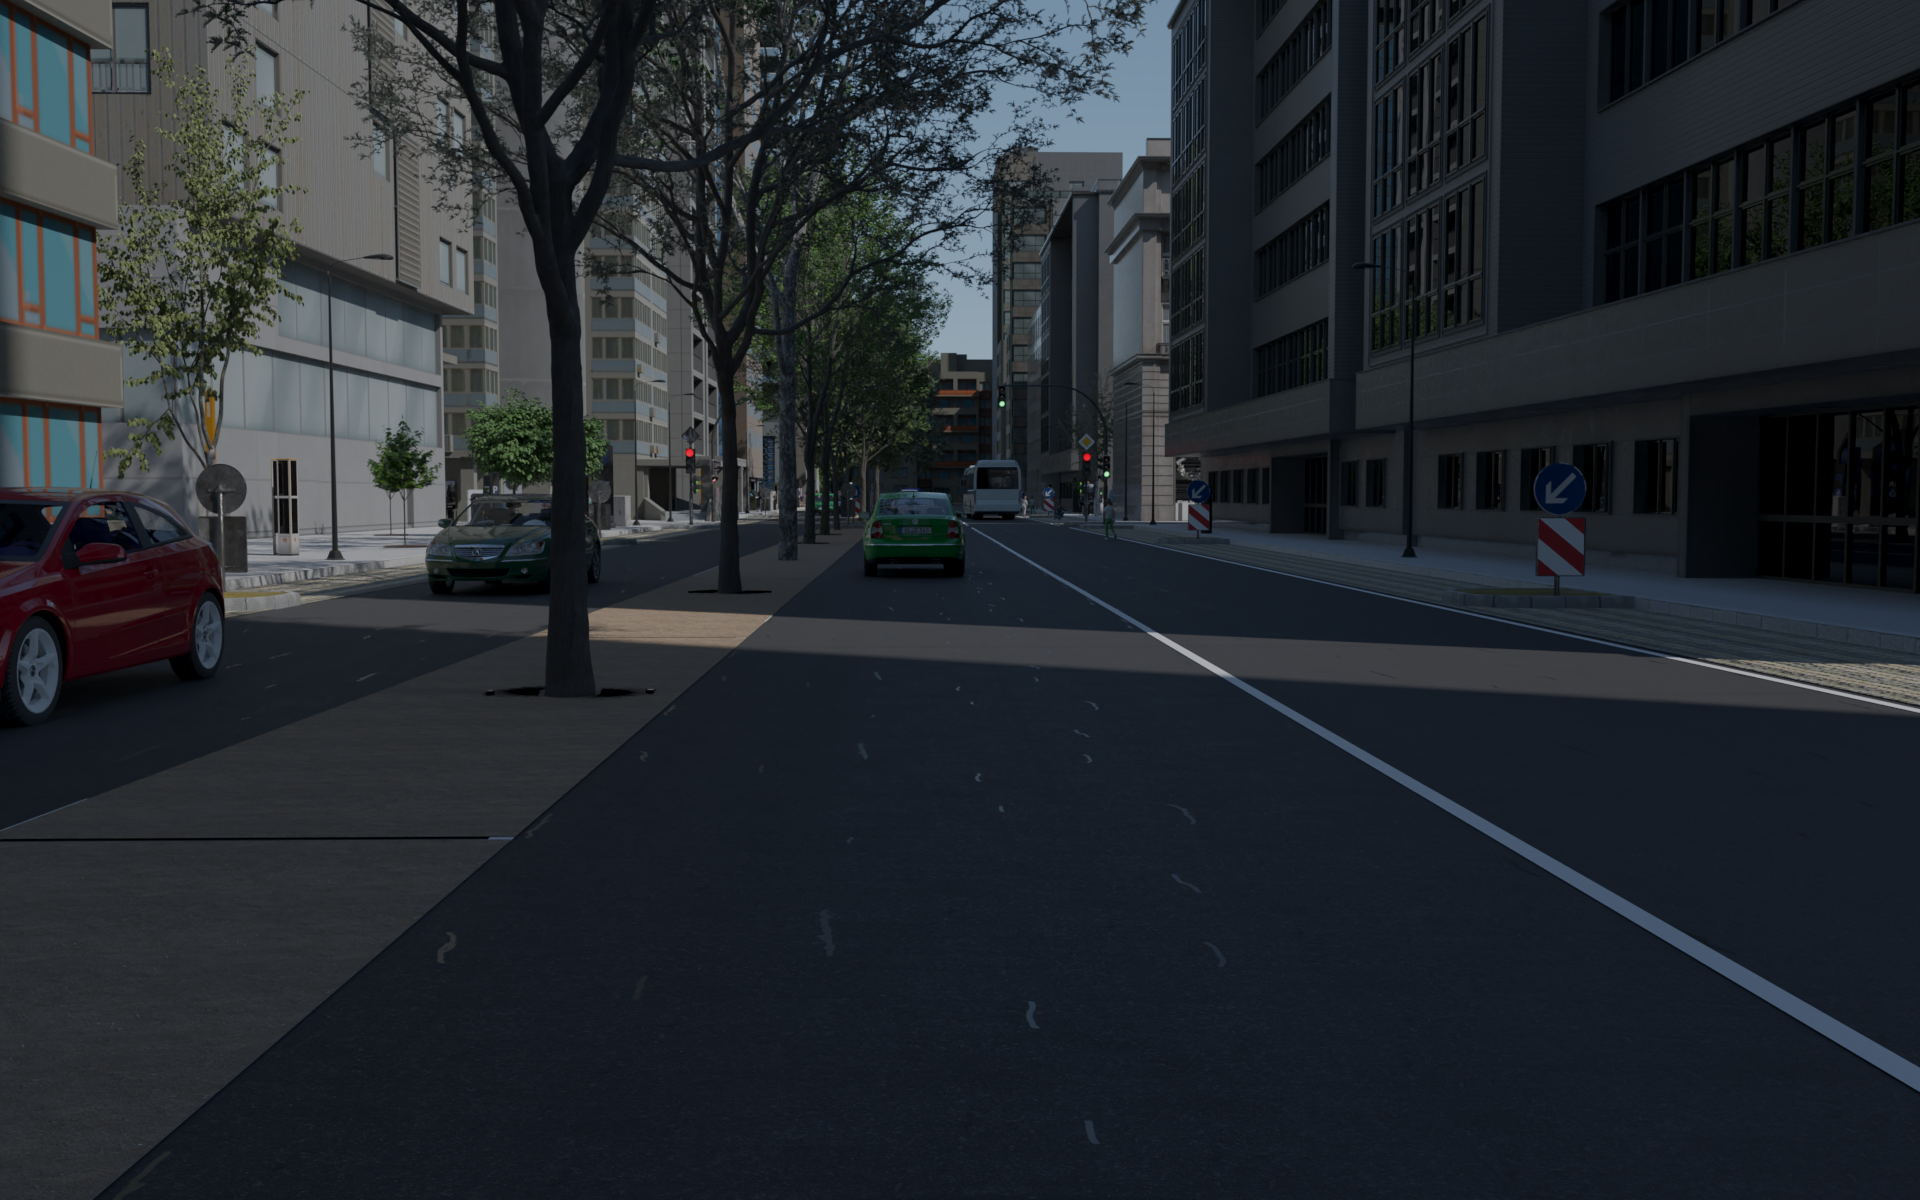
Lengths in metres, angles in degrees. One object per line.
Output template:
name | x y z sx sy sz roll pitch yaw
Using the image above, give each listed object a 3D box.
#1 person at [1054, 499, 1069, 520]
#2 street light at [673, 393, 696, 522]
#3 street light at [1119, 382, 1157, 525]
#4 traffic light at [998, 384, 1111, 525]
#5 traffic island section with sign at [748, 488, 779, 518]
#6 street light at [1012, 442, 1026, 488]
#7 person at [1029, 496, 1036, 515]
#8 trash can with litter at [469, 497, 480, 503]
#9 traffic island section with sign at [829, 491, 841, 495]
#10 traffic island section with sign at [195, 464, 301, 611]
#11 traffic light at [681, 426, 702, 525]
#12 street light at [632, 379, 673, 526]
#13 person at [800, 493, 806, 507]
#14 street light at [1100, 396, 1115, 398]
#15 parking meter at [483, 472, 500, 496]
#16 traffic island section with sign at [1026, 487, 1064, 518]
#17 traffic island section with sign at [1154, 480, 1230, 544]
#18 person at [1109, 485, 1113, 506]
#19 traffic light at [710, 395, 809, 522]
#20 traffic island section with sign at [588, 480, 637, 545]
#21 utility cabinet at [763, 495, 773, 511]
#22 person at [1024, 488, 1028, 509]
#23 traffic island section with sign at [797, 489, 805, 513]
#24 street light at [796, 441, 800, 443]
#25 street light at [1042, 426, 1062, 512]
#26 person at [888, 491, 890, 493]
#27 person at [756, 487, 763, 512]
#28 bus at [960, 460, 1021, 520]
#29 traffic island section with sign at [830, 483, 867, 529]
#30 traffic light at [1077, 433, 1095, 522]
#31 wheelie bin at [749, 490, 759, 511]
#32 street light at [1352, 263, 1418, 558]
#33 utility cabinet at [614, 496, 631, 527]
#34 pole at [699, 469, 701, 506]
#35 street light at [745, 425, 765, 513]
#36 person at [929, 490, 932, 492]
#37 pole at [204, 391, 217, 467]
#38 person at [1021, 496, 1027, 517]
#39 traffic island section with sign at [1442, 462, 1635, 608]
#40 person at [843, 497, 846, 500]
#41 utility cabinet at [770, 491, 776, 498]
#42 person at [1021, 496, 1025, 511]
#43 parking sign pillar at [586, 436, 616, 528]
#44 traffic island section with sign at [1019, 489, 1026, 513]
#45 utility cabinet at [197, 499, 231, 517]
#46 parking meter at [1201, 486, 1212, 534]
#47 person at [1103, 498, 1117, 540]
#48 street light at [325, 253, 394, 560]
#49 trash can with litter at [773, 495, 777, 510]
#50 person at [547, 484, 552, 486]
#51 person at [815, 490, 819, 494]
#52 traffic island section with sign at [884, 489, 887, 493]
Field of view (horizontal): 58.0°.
person | 5.522 -4.967 95.212 1.012 1.151 0.738 -2 4 -31
street light | -12.774 -6.541 79.493 1.470 5.913 1.316 0 4 -2
street light | 7.505 -6.083 71.997 1.470 5.913 1.316 0 4 -2
traffic light | 3.947 -5.949 71.930 4.771 5.953 1.251 0 4 -2
traffic island section with sign | -11.696 -5.856 104.377 1.989 1.847 2.006 0 4 -2
street light | 5.336 -11.176 155.269 1.470 5.913 1.316 0 4 -2
person | 5.021 -6.528 119.483 0.306 1.304 0.590 -3 4 -37
trash can with litter | -13.725 -2.308 48.790 2.233 1.210 1.678 3 5 42
traffic island section with sign | -14.454 -12.222 208.452 1.989 1.847 2.006 0 4 -2
traffic island section with sign | -9.506 -0.809 21.860 1.989 1.847 2.006 0 4 -2
traffic light | -11.119 -5.060 71.658 0.839 4.253 0.868 0 4 -2
street light | -12.616 -5.979 70.301 1.470 5.913 1.316 0 4 -2
person | -15.493 -9.896 171.070 0.697 1.427 0.421 -1 4 -17
street light | 7.308 -6.683 81.816 1.470 5.913 1.316 0 4 -2
parking meter | -12.445 -2.465 46.011 0.255 1.863 0.399 2 4 29
traffic island section with sign | 5.204 -5.886 104.872 1.989 1.847 2.006 0 4 -2
traffic island section with sign | 6.668 -2.537 50.100 1.989 1.847 2.006 0 4 -2
person | 8.336 -5.461 95.346 0.620 1.820 0.660 -2 4 -30
traffic light | -9.242 -6.426 79.730 4.771 5.953 1.251 0 4 -2
traffic island section with sign | -10.232 -2.472 49.047 1.989 1.847 2.006 0 4 -2
utility cabinet | -14.722 -7.406 132.254 1.020 1.237 0.306 3 4 38
person | 5.794 -8.948 152.360 0.388 1.821 0.555 1 4 15
traffic island section with sign | -12.425 -7.524 131.650 1.989 1.847 2.006 0 4 -2
street light | -14.715 -11.017 152.673 1.470 5.913 1.316 0 4 -2
street light | 6.294 -8.917 118.333 1.470 5.913 1.316 0 4 -2
person | -8.087 -11.669 200.002 0.721 1.735 1.217 -1 4 -14
person | -14.416 -7.250 125.004 0.576 1.772 0.534 1 4 17
bus | 1.735 -6.472 100.672 2.948 3.499 13.247 0 4 -3
traffic island section with sign | -4.874 -4.371 79.601 2.006 1.907 1.989 0 4 -2
traffic light | 5.824 -5.577 80.109 0.839 4.253 0.868 0 4 -2
wheelie bin | -15.853 -7.631 132.667 0.693 1.594 0.980 1 4 19
street light | 8.566 -3.815 34.921 1.470 5.913 1.316 0 4 -2
utility cabinet | -13.450 -3.511 68.567 1.020 1.237 0.306 3 5 44
pole | -16.270 -7.021 108.639 0.158 3.312 0.155 0 3 0
street light | -13.735 -8.775 116.011 1.470 5.913 1.316 0 4 -2
person | -2.876 -9.946 170.744 0.705 1.869 1.348 0 4 -7
pole | -14.819 -2.474 34.290 0.158 3.312 0.155 0 3 0
person | 4.029 -5.859 108.569 0.425 1.301 0.394 1 4 11
traffic island section with sign | 7.399 -0.848 22.498 1.989 1.847 2.006 0 4 -2
person | -15.461 -13.651 231.632 1.348 1.831 0.705 3 5 44
utility cabinet | -15.270 -7.927 138.288 1.173 1.500 0.318 -3 4 -39
person | 4.886 -7.730 135.062 0.419 1.800 0.721 -1 4 -20
parking sign pillar | -14.751 -5.008 70.345 1.447 3.967 1.447 3 4 37
traffic island section with sign | 4.497 -7.539 131.883 1.989 1.847 2.006 0 4 -2
utility cabinet | -12.893 -1.304 29.995 0.318 1.500 1.173 -1 4 -11
parking meter | 8.015 -2.929 56.304 0.372 1.533 0.369 0 3 0
person | 4.701 -2.544 54.337 0.306 1.304 0.590 -2 4 -28
street light | -11.629 -3.732 33.567 1.470 5.913 1.316 0 4 -2
trash can with litter | -14.867 -7.605 135.736 1.055 1.170 0.624 2 4 30
person | -8.313 -1.650 35.831 0.532 1.782 0.716 2 4 27
person | -12.070 -8.404 146.149 0.529 1.795 0.600 3 5 44
traffic island section with sign | -6.874 -8.965 154.713 2.006 1.907 1.989 0 4 -2
